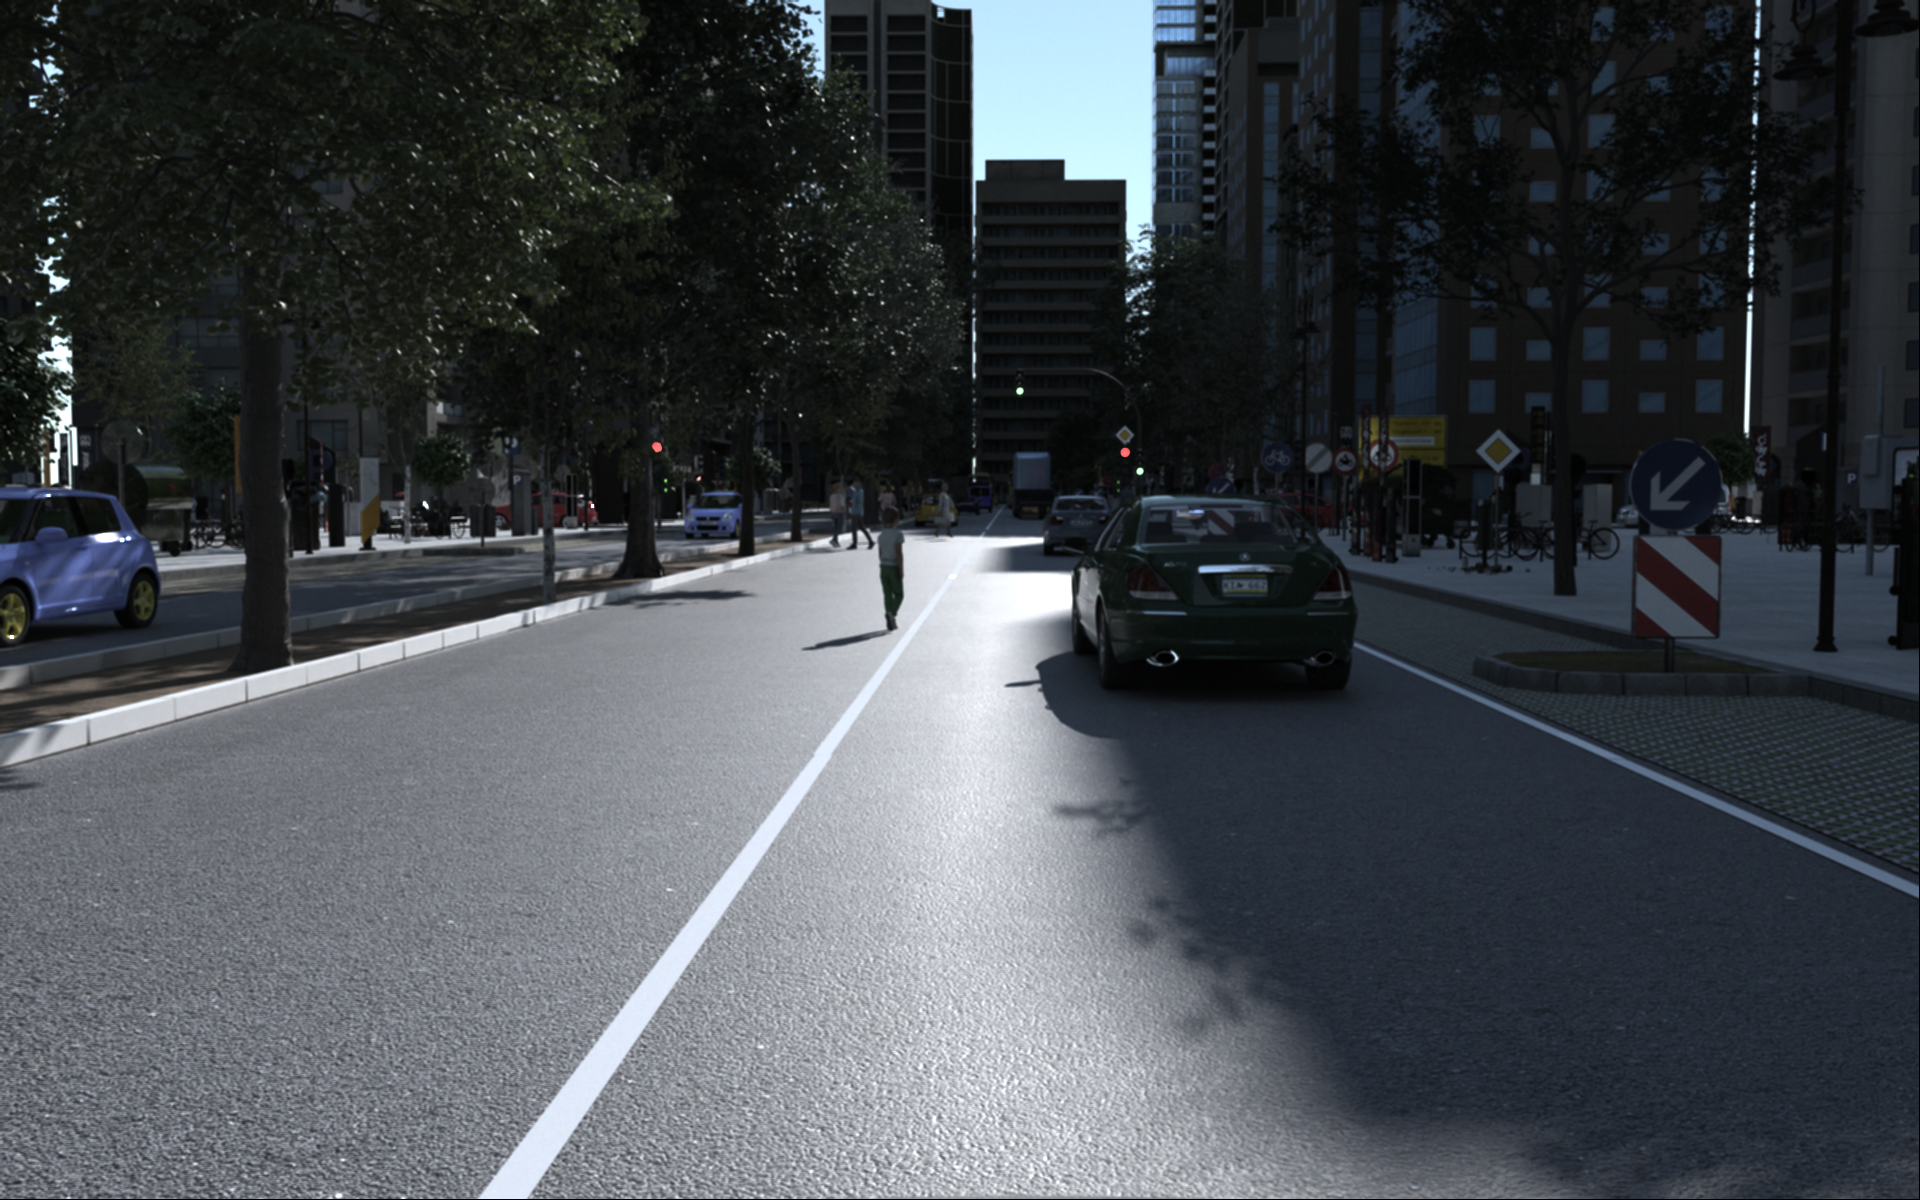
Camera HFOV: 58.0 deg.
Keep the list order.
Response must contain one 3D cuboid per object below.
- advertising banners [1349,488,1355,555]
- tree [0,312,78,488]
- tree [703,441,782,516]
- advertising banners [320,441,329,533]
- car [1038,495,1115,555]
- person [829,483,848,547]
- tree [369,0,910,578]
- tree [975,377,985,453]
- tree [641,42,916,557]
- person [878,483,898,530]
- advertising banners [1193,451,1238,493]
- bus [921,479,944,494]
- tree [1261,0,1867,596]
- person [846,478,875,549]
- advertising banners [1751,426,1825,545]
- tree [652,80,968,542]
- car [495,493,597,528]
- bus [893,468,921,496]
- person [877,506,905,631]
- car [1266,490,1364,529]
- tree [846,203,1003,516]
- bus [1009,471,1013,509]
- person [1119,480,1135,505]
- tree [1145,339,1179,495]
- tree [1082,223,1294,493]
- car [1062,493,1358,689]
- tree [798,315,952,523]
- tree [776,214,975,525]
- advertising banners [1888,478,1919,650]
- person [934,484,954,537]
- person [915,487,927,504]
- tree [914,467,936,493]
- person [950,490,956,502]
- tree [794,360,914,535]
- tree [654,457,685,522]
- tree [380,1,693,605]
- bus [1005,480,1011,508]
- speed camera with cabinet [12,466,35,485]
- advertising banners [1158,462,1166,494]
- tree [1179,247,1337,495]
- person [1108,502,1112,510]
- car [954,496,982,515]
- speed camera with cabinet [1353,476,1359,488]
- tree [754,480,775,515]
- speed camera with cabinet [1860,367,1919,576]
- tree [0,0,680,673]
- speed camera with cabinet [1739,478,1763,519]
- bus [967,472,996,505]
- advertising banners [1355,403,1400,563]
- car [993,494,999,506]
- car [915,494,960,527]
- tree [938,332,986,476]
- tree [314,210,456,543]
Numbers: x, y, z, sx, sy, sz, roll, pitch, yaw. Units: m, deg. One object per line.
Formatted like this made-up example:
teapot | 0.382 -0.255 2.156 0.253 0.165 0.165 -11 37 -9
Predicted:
advertising banners | 8.412 -2.411 35.614 0.090 3.025 2.074 0 4 -7
tree | -15.281 -2.617 26.499 4.285 4.588 4.351 0 3 0
tree | -12.122 -7.203 101.478 4.285 4.588 4.351 0 3 0
advertising banners | -21.287 -3.787 58.101 0.090 3.025 2.074 -1 4 -12
car | 2.894 -1.826 41.860 2.014 1.417 4.499 0 4 3
person | -3.307 -2.285 46.529 0.731 1.740 0.598 2 4 33
tree | -5.469 -6.731 29.520 9.611 12.733 9.660 0 3 0
tree | -2.603 -13.254 125.822 9.857 13.997 8.962 0 3 0
tree | -4.801 -6.800 39.388 9.928 11.665 9.643 0 3 0
person | -2.104 -2.640 52.249 0.593 1.750 0.643 -3 5 -39
advertising banners | 10.312 -4.533 70.300 2.074 3.025 0.090 2 4 33
bus | -3.205 -12.995 207.333 2.948 3.499 13.247 0 4 0
tree | 7.346 -5.339 21.706 7.601 10.594 8.767 0 4 0
person | -2.597 -2.245 45.073 0.748 1.841 0.638 0 4 3
advertising banners | 21.114 -2.926 44.035 0.090 3.025 2.074 -3 5 -43
tree | -4.850 -8.455 51.062 12.009 13.543 11.850 0 3 0
car | -16.375 -3.559 67.228 4.494 1.783 2.155 0 4 1
bus | -5.193 -10.148 157.468 2.896 3.916 12.252 0 4 3
person | -0.726 -0.330 18.148 0.306 1.304 0.590 1 4 9
car | 13.187 -3.453 65.492 4.494 1.783 2.155 0 4 2
tree | -4.003 -15.555 112.669 12.611 20.169 13.585 0 3 0
bus | 6.062 -10.652 165.705 2.896 3.916 12.252 0 4 3
person | 4.565 -2.365 47.184 0.581 1.822 0.654 -1 4 -9
tree | 8.782 -6.554 57.514 4.360 8.622 3.978 0 3 0
tree | 10.475 -10.703 81.643 9.857 13.997 8.962 0 3 0
car | 1.934 -0.143 14.142 2.131 1.459 4.920 0 4 0
tree | -4.257 -10.066 85.171 7.486 12.596 7.792 0 3 0
tree | -4.060 -10.229 76.363 9.857 13.997 8.962 0 3 0
advertising banners | 8.511 -1.132 14.700 2.074 3.025 0.090 -2 4 -34
person | -0.535 -2.966 57.342 0.624 1.780 0.694 2 4 34
person | -1.890 -4.691 85.559 0.716 1.782 0.532 0 4 1
tree | -3.049 -9.261 104.231 4.737 8.622 4.395 0 3 0
person | -0.713 -9.704 167.238 0.705 1.814 1.350 1 4 18
tree | -4.031 -6.563 60.131 4.737 8.622 4.395 0 3 0
tree | -13.665 -5.187 79.401 1.663 3.219 1.824 0 3 0
tree | -5.249 -4.218 21.790 4.737 8.622 4.395 0 3 0
bus | 6.240 -11.395 181.165 2.948 3.499 13.247 0 4 0
speed camera with cabinet | -39.629 -4.886 74.218 0.660 3.252 2.038 1 4 11
advertising banners | 11.733 -6.042 94.979 2.074 3.025 0.090 -1 4 -21
tree | 8.899 -6.180 51.398 4.360 8.622 3.978 0 3 0
person | 4.246 -2.262 50.504 0.505 1.210 0.382 1 4 21
car | 0.524 -6.592 120.365 1.945 1.354 3.894 0 4 3
speed camera with cabinet | 19.361 -5.295 80.902 0.660 3.252 2.038 -3 5 -41
tree | -12.687 -7.004 109.124 1.663 3.219 1.824 0 3 0
speed camera with cabinet | 14.562 -1.958 26.347 0.660 3.252 2.038 0 4 -5
tree | -5.721 -5.719 14.090 7.486 12.596 7.792 0 3 0
speed camera with cabinet | 41.427 -5.854 90.056 0.660 3.252 2.038 -1 4 -14
bus | 2.379 -12.518 196.220 2.896 3.916 12.252 0 4 3
advertising banners | 7.961 -2.248 32.936 0.090 3.025 2.074 0 4 -6
car | 3.763 -12.384 212.698 2.015 1.641 3.980 0 4 3
car | -1.018 -4.042 76.313 2.015 1.641 3.980 0 4 4
tree | -3.412 -10.728 94.864 9.611 12.733 9.660 0 3 0
tree | -14.503 -5.789 45.018 4.360 8.622 3.978 0 3 0
